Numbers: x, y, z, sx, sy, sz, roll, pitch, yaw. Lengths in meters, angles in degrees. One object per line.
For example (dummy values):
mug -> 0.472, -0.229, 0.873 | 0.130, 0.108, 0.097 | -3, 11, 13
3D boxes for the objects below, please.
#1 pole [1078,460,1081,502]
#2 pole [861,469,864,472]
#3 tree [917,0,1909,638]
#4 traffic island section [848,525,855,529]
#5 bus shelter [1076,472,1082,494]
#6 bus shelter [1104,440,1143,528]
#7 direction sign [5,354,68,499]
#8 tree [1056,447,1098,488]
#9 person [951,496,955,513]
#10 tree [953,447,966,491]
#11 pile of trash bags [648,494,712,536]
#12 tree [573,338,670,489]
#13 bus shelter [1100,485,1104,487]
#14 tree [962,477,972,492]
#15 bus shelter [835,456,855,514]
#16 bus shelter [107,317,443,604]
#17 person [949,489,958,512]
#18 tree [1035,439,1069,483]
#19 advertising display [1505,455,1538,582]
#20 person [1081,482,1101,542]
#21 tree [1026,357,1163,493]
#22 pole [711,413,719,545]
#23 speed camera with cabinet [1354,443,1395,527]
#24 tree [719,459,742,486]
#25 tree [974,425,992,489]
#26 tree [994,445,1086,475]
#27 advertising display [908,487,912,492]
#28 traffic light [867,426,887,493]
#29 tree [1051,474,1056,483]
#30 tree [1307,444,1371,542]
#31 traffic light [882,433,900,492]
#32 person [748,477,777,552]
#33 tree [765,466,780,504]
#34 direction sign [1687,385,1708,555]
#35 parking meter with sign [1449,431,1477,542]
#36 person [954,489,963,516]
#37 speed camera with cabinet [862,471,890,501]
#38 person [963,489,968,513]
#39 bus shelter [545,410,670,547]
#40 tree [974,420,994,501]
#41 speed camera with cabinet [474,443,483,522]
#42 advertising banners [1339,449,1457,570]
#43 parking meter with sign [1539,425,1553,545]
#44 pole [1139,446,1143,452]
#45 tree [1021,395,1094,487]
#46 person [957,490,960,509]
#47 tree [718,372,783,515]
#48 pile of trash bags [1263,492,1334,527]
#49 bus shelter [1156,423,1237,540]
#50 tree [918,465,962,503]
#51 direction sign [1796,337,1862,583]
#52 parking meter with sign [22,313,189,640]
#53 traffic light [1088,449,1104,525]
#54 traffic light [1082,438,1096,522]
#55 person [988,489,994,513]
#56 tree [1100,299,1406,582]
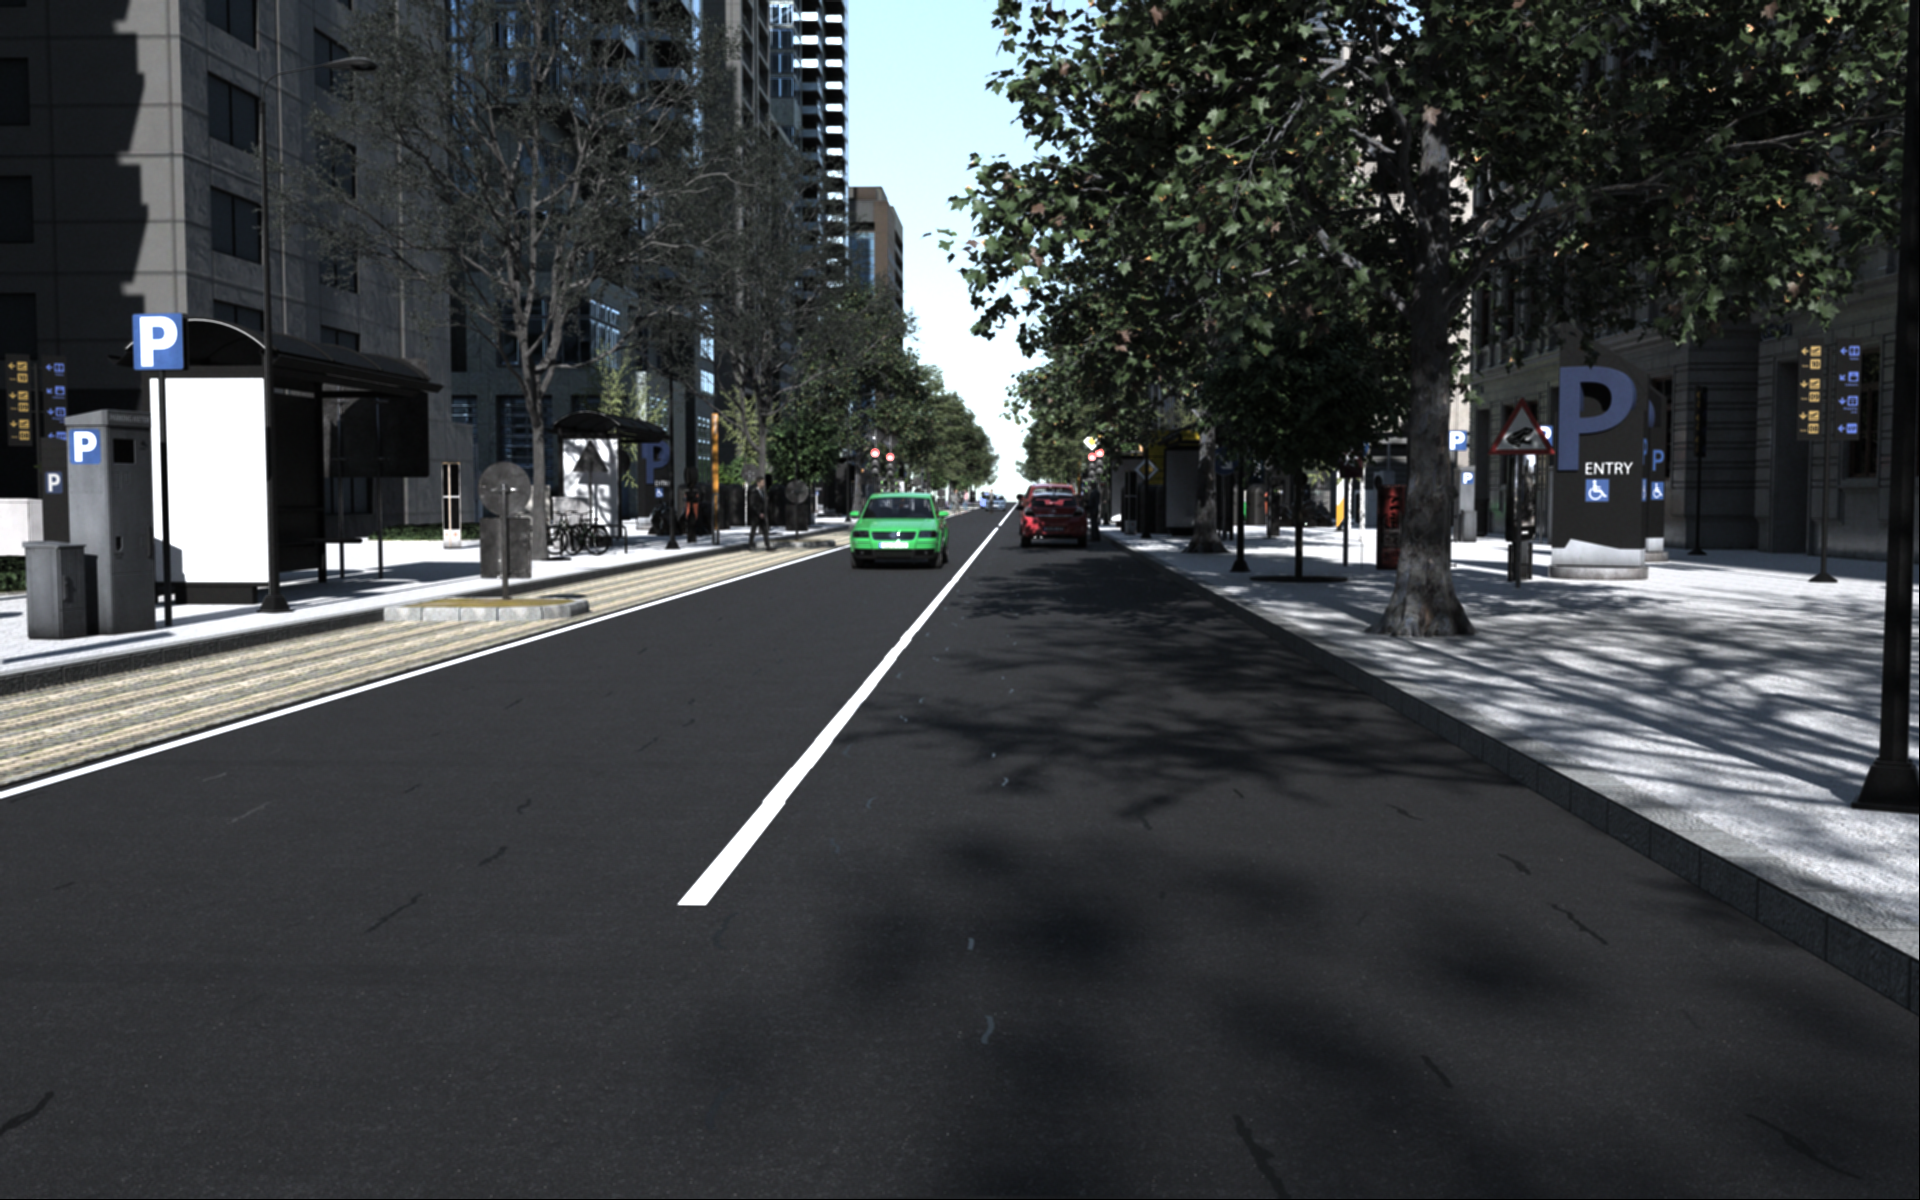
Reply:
pole -> 6.983, -6.582, 101.458 | 0.158, 3.312, 0.155 | 0, 3, 0
pole -> -7.754, -8.833, 138.262 | 0.158, 3.312, 0.155 | 0, 3, 0
tree -> 4.390, -6.034, 15.672 | 9.611, 12.733, 9.660 | 0, 3, 0
traffic island section -> -3.515, -3.039, 71.962 | 2.009, 0.180, 2.903 | 0, 4, 2
bus shelter -> 11.042, -9.576, 150.483 | 2.014, 3.302, 5.546 | 0, 4, 2
bus shelter -> 6.408, -4.264, 63.643 | 2.014, 3.302, 5.546 | 0, 4, 2
direction sign -> -15.032, -2.219, 28.276 | 0.876, 3.537, 0.379 | -3, 4, -36
tree -> 7.780, -6.157, 84.378 | 4.285, 4.588, 4.351 | 0, 3, 0
person -> -0.417, -7.122, 127.537 | 0.503, 1.515, 0.523 | -1, 4, -15
tree -> -0.664, -15.891, 210.182 | 4.737, 8.622, 4.395 | 0, 3, 0
pile of trash bags -> -8.575, -2.701, 53.917 | 1.912, 1.369, 3.447 | -1, 4, -19
tree -> -16.225, -8.087, 82.579 | 4.737, 8.622, 4.395 | 0, 3, 0
bus shelter -> 9.384, -7.259, 109.970 | 1.731, 3.624, 6.357 | 0, 4, 2
tree -> 0.129, -15.140, 231.259 | 4.285, 4.588, 4.351 | 0, 3, 0
bus shelter -> -6.984, -7.165, 108.430 | 1.731, 3.624, 6.357 | 0, 4, 2
bus shelter -> -8.644, -1.754, 22.599 | 2.014, 3.302, 5.546 | 0, 4, 2
person -> -0.532, -7.664, 133.784 | 0.713, 1.824, 0.794 | -1, 4, -21
tree -> 9.750, -13.457, 170.392 | 4.737, 8.622, 4.395 | 0, 3, 0
advertising display -> 8.306, -1.249, 25.638 | 0.123, 1.923, 0.974 | 3, 4, 37
person -> 3.985, -2.677, 52.452 | 0.590, 1.801, 0.661 | -1, 4, -10
tree -> 7.748, -10.854, 95.590 | 7.486, 12.596, 7.792 | 0, 3, 0
pole -> -6.190, -3.054, 43.781 | 0.158, 3.312, 0.155 | 0, 3, 0
speed camera with cabinet -> 16.257, -4.502, 67.948 | 0.660, 3.252, 2.038 | -1, 4, -19
tree -> -13.066, -6.139, 94.975 | 1.663, 3.219, 1.824 | 0, 3, 0
tree -> 0.633, -20.414, 251.897 | 7.486, 12.596, 7.792 | 0, 3, 0
tree -> 13.370, -20.182, 240.342 | 12.009, 13.543, 11.850 | 0, 3, 0
advertising display -> -4.308, -8.191, 139.138 | 0.974, 1.923, 0.123 | 1, 4, 19
traffic light -> -3.475, -5.071, 71.825 | 0.839, 4.253, 0.868 | 0, 4, 2
tree -> 11.276, -12.254, 184.069 | 4.285, 4.588, 4.351 | 0, 3, 0
tree -> 10.584, -5.875, 46.417 | 4.737, 8.622, 4.395 | 0, 3, 0
traffic light -> -3.176, -5.559, 79.805 | 0.839, 4.253, 0.868 | 0, 4, 2
person -> -4.918, -2.116, 42.881 | 0.755, 1.850, 0.659 | 2, 4, 29
tree -> -12.923, -7.522, 117.586 | 1.663, 3.219, 1.824 | 0, 3, 0
direction sign -> 15.566, -2.720, 36.470 | 0.379, 3.537, 0.876 | 3, 4, 37
parking meter with sign -> 13.630, -3.096, 46.880 | 0.543, 3.016, 1.738 | 0, 4, 2
person -> -0.115, -6.491, 114.903 | 0.573, 1.790, 0.520 | 0, 4, 3
speed camera with cabinet -> -5.101, -6.886, 106.914 | 2.038, 3.252, 0.660 | -2, 4, -34
person -> 0.414, -7.429, 129.978 | 0.388, 1.821, 0.555 | -2, 4, -32
bus shelter -> -8.941, -3.103, 44.658 | 2.014, 3.302, 5.546 | 0, 4, 2
tree -> 1.167, -21.947, 269.194 | 12.009, 13.543, 11.850 | 0, 3, 0
speed camera with cabinet -> -19.105, -4.503, 67.958 | 0.660, 3.252, 2.038 | -1, 4, -12
advertising banners -> 7.340, -2.024, 29.287 | 2.074, 3.025, 0.090 | 1, 4, 9
parking meter with sign -> 15.078, -2.876, 43.288 | 0.543, 3.016, 1.738 | -1, 4, -19
pole -> 7.498, -4.764, 71.728 | 0.158, 3.312, 0.155 | 0, 3, 0
tree -> 7.906, -11.729, 126.177 | 7.601, 10.594, 8.767 | -2, 4, -24
person -> -0.221, -9.384, 161.951 | 0.705, 1.821, 1.348 | 0, 4, -6
tree -> -12.801, -9.498, 105.646 | 4.737, 8.622, 4.395 | 0, 3, 0
pile of trash bags -> 12.910, -3.514, 67.202 | 3.447, 1.369, 1.912 | -3, 5, -45
bus shelter -> 6.919, -3.458, 50.465 | 2.014, 3.302, 5.546 | 0, 4, 2
tree -> -2.486, -11.511, 171.922 | 4.285, 4.588, 4.351 | 0, 3, 0
direction sign -> 12.595, -2.029, 25.165 | 0.876, 3.537, 0.379 | 0, 4, 4
parking meter with sign -> -7.874, -1.207, 15.988 | 0.543, 3.016, 1.738 | 1, 4, 11
traffic light -> 5.730, -5.051, 71.497 | 0.839, 4.253, 0.868 | 0, 4, 2
traffic light -> 6.030, -5.539, 79.477 | 0.839, 4.253, 0.868 | 0, 4, 2
person -> 2.312, -7.384, 129.412 | 0.473, 1.802, 0.592 | 2, 4, 23
tree -> 5.009, -2.573, 25.775 | 4.285, 4.588, 4.351 | 0, 3, 0
